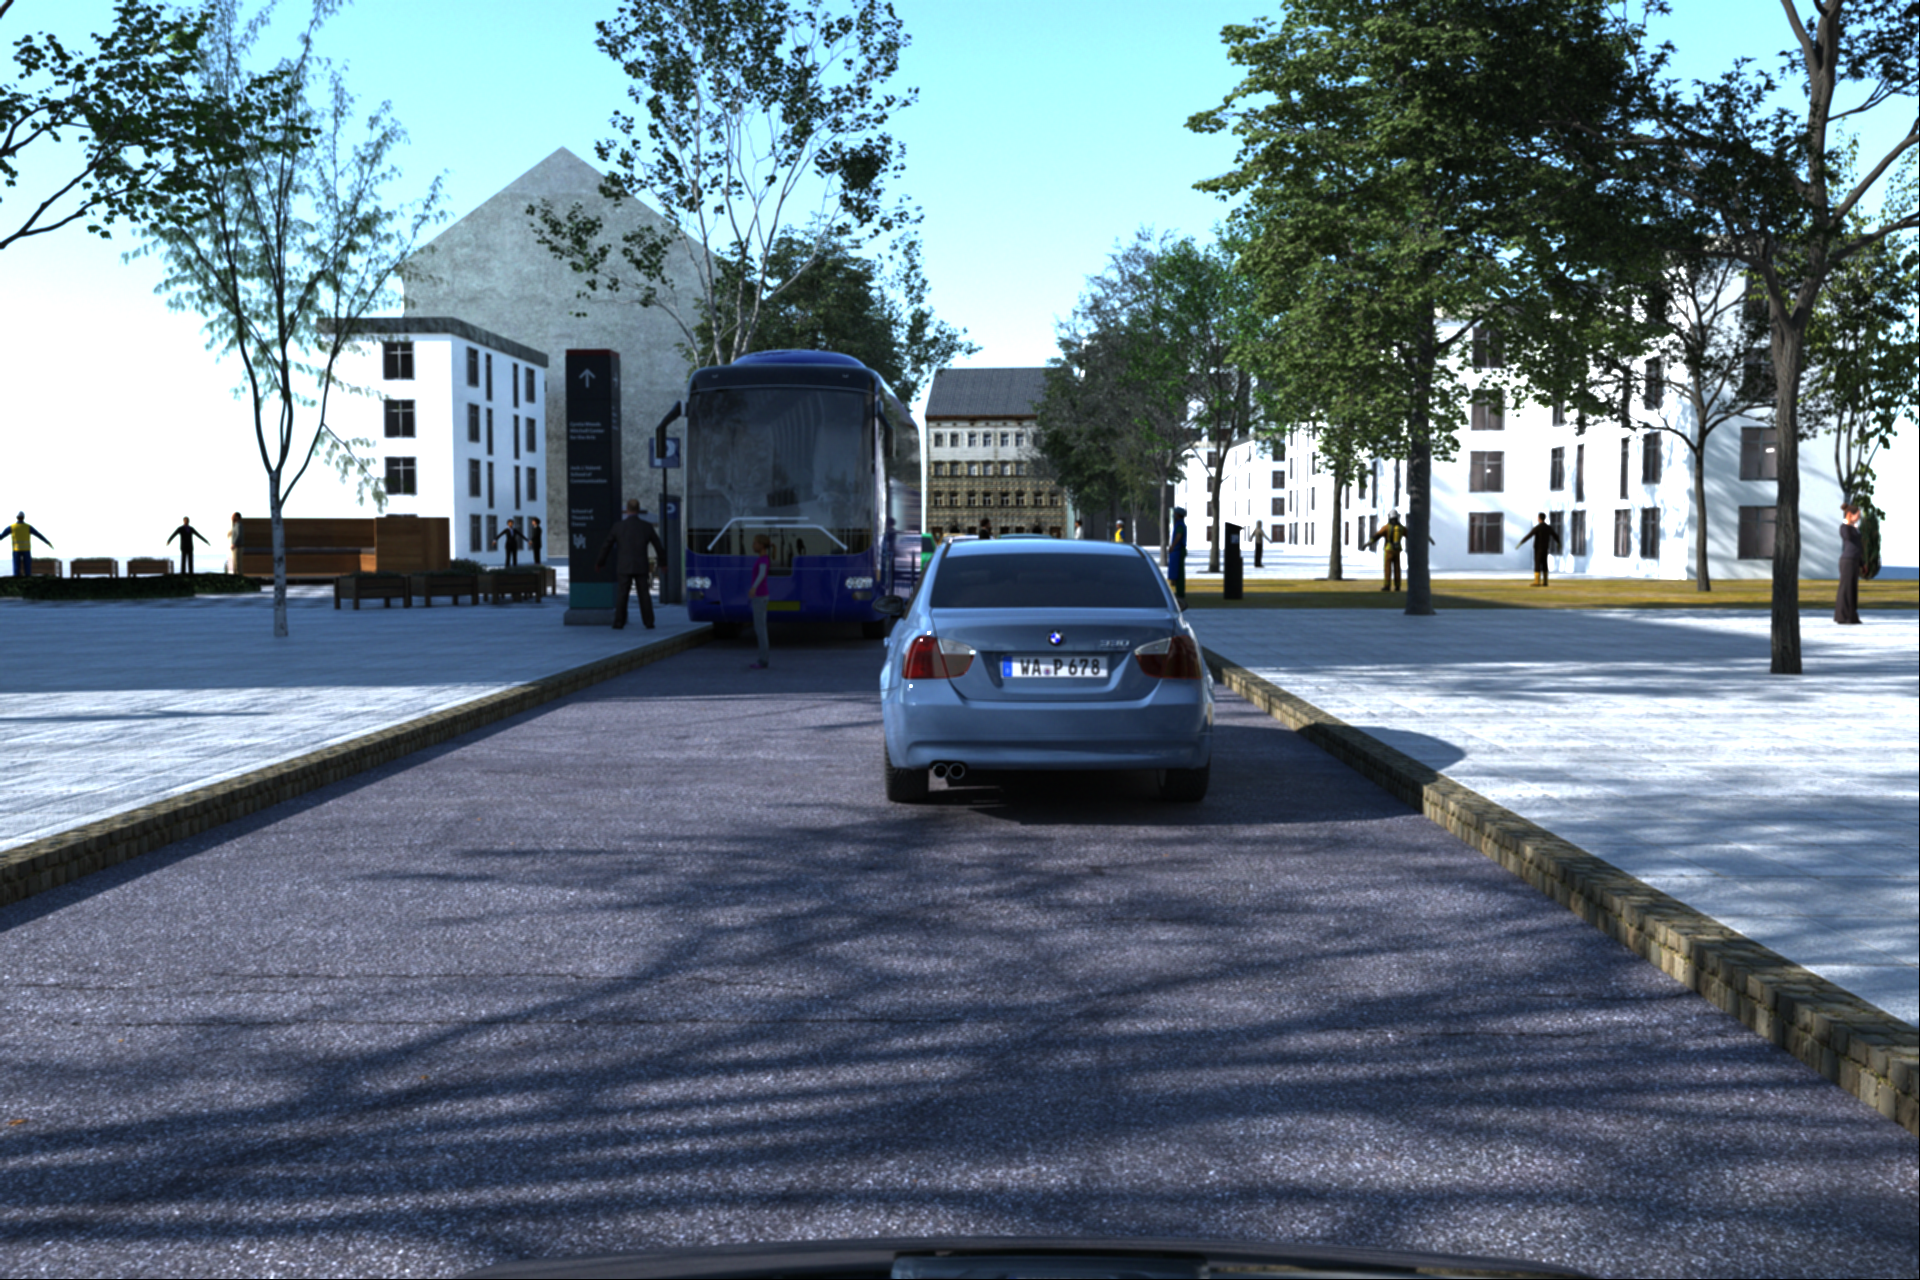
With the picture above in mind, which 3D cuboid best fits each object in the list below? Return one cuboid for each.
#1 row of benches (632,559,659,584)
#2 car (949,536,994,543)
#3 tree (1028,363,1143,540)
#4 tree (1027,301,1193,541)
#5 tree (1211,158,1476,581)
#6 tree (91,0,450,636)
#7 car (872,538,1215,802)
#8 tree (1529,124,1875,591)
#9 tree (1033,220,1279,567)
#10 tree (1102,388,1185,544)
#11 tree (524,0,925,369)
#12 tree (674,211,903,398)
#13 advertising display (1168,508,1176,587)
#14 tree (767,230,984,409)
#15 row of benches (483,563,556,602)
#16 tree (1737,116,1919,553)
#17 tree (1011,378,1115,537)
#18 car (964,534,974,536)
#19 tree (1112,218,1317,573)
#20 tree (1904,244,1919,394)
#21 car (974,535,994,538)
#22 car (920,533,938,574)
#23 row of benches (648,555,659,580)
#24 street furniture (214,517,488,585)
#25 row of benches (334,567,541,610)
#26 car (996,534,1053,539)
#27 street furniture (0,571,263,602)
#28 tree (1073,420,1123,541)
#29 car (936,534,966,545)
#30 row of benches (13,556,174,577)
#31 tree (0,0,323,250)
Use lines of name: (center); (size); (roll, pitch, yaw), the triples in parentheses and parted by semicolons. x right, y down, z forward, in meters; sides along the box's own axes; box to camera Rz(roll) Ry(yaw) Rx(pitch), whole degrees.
row of benches: (-7.750, -1.759, 44.218); (4.104, 0.672, 1.422); (-2, 4, -32)
car: (0.379, -2.371, 51.126); (2.083, 1.381, 4.827); (0, 4, 0)
tree: (9.265, -12.833, 120.190); (12.009, 13.543, 11.850); (0, 3, 0)
tree: (8.581, -11.608, 96.449); (9.857, 13.997, 8.962); (0, 3, 0)
tree: (10.564, -7.454, 47.626); (9.928, 11.665, 9.643); (0, 3, 0)
tree: (-8.663, -4.370, 21.818); (4.360, 8.622, 3.978); (0, 3, 0)
car: (0.451, 0.088, 10.566); (2.014, 1.417, 4.499); (0, 4, 0)
tree: (16.362, -6.375, 38.652); (7.601, 10.594, 8.767); (1, 4, 18)
tree: (7.964, -9.630, 67.817); (12.009, 13.543, 11.850); (0, 3, 0)
tree: (8.772, -8.401, 87.715); (4.360, 8.622, 3.978); (0, 3, 0)
tree: (-7.080, -12.144, 54.436); (12.611, 20.169, 13.585); (0, 3, 0)
tree: (-6.823, -9.989, 69.976); (9.857, 13.997, 8.962); (0, 3, 0)
advertising display: (5.262, -2.296, 42.749); (0.123, 1.923, 0.974); (0, 4, 1)
tree: (-5.309, -15.407, 107.796); (12.611, 20.169, 13.585); (0, 3, 0)
row of benches: (-8.803, -1.186, 34.862); (1.422, 0.672, 4.104); (0, 4, -2)
tree: (16.352, -4.947, 31.241); (4.737, 8.622, 4.395); (0, 3, 0)
tree: (8.941, -13.690, 134.200); (12.009, 13.543, 11.850); (0, 3, 0)
car: (0.443, -6.004, 110.173); (2.014, 1.417, 4.499); (0, 4, 1)
tree: (8.527, -8.023, 56.929); (9.928, 11.665, 9.643); (0, 3, 0)
tree: (23.743, -5.459, 39.622); (4.737, 8.622, 4.395); (0, 3, 0)
car: (1.256, -5.271, 98.542); (2.083, 1.381, 4.827); (0, 4, 1)
car: (-1.335, -2.215, 45.011); (1.959, 1.807, 4.718); (0, 4, 1)
row of benches: (-8.275, -2.037, 48.764); (1.422, 0.672, 4.104); (-1, 4, -21)
street furniture: (-15.891, -2.522, 48.082); (9.812, 1.723, 11.010); (-2, 4, -27)
row of benches: (-9.338, -0.948, 30.959); (1.422, 0.672, 4.104); (3, 4, 37)
car: (1.426, -1.609, 38.109); (2.131, 1.459, 4.920); (0, 4, 0)
street furniture: (-19.098, -1.150, 34.437); (10.072, 0.657, 5.734); (-2, 4, -29)
tree: (9.078, -9.639, 107.955); (4.737, 8.622, 4.395); (0, 3, 0)
car: (-0.295, -4.812, 88.905); (2.015, 1.641, 3.980); (0, 4, 1)
row of benches: (-23.876, -1.966, 47.602); (4.104, 0.672, 1.422); (-1, 4, -11)
tree: (-8.583, -5.358, 13.362); (9.928, 11.665, 9.643); (0, 3, 0)
